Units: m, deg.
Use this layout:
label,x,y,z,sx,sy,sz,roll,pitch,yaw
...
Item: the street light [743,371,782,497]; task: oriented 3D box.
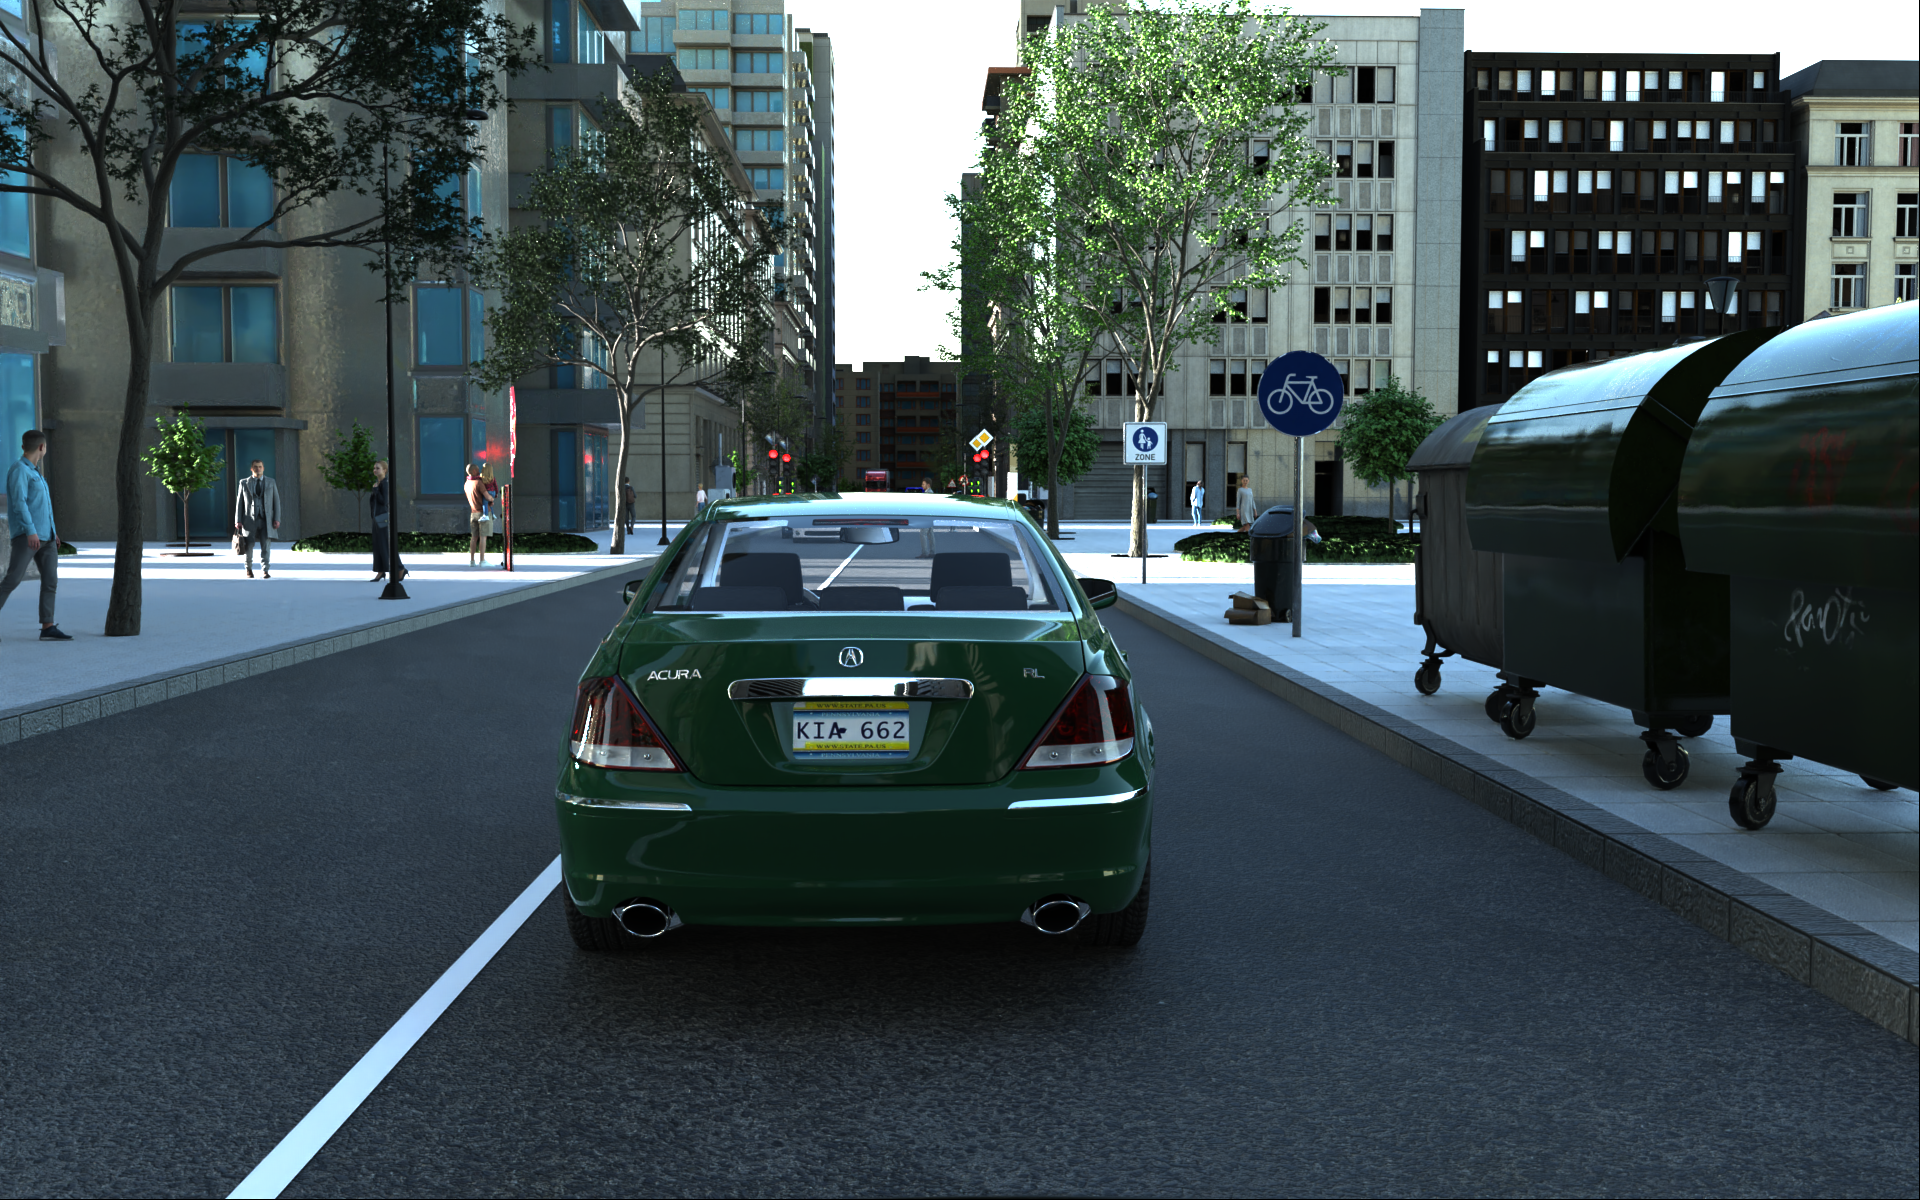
label,x,y,z,sx,sy,sz,roll,pitch,yaw
street light,-7.639,-5.690,65.572,1.470,5.913,1.316,0,4,-2

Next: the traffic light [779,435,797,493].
label,x,y,z,sx,sy,sz,roll,pitch,yaw
traffic light,-8.164,-5.692,81.987,0.839,4.253,0.868,0,4,-2

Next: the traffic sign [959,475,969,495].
label,x,y,z,sx,sy,sz,roll,pitch,yaw
traffic sign,0.297,-7.111,116.376,0.768,2.556,0.104,0,3,0

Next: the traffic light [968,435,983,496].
label,x,y,z,sx,sy,sz,roll,pitch,yaw
traffic light,0.793,-5.709,82.264,0.839,4.253,0.868,0,4,-2

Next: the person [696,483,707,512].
label,x,y,z,sx,sy,sz,roll,pitch,yaw
person,-10.817,-4.082,73.448,0.598,1.740,0.731,1,4,14

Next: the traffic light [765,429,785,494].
label,x,y,z,sx,sy,sz,roll,pitch,yaw
traffic light,-7.930,-5.204,74.006,0.839,4.253,0.868,0,4,-2

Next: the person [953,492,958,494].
label,x,y,z,sx,sy,sz,roll,pitch,yaw
person,-0.232,-3.324,65.440,0.503,1.515,0.523,0,4,2

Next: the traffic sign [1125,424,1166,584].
label,x,y,z,sx,sy,sz,roll,pitch,yaw
traffic sign,2.632,-1.380,24.685,0.606,2.300,0.079,0,4,1

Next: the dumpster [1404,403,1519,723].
label,x,y,z,sx,sy,sz,roll,pitch,yaw
dumpster,3.521,-0.280,10.331,1.264,1.857,1.865,0,4,-2

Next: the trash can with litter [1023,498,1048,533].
label,x,y,z,sx,sy,sz,roll,pitch,yaw
trash can with litter,2.028,-2.158,46.677,0.624,1.170,1.055,1,4,15

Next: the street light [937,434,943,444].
label,x,y,z,sx,sy,sz,roll,pitch,yaw
street light,-0.819,-9.892,134.271,1.470,5.913,1.316,0,4,-2

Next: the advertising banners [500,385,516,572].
label,x,y,z,sx,sy,sz,roll,pitch,yaw
advertising banners,-7.513,-1.994,28.796,0.090,3.025,2.074,-1,4,-20

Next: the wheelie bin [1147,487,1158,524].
label,x,y,z,sx,sy,sz,roll,pitch,yaw
wheelie bin,8.160,-4.114,75.175,0.980,1.594,0.693,3,4,37

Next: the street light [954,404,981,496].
label,x,y,z,sx,sy,sz,roll,pitch,yaw
street light,0.474,-7.143,89.323,1.470,5.913,1.316,0,4,-2

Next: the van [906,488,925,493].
label,x,y,z,sx,sy,sz,roll,pitch,yaw
van,-4.203,-9.713,163.188,2.240,2.365,5.245,0,3,0

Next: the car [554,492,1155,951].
label,x,y,z,sx,sy,sz,roll,pitch,yaw
car,-0.363,0.300,6.890,2.131,1.459,4.920,0,4,-2

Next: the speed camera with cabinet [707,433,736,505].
label,x,y,z,sx,sy,sz,roll,pitch,yaw
speed camera with cabinet,-7.681,-3.766,55.915,0.660,3.252,2.038,0,4,3

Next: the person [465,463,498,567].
label,x,y,z,sx,sy,sz,roll,pitch,yaw
person,-8.419,-1.497,30.490,0.580,1.828,0.573,-1,4,-13

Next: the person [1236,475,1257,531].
label,x,y,z,sx,sy,sz,roll,pitch,yaw
person,6.610,-2.057,40.431,0.760,1.731,0.466,1,4,23

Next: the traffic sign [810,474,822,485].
label,x,y,z,sx,sy,sz,roll,pitch,yaw
traffic sign,-9.314,-6.840,111.569,0.795,2.593,0.064,0,4,4

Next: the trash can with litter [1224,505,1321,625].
label,x,y,z,sx,sy,sz,roll,pitch,yaw
trash can with litter,3.099,-0.358,17.244,0.624,1.170,1.055,3,4,37

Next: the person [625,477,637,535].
label,x,y,z,sx,sy,sz,roll,pitch,yaw
person,-10.533,-2.990,54.901,0.622,1.834,0.822,0,4,1

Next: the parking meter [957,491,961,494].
label,x,y,z,sx,sy,sz,roll,pitch,yaw
parking meter,-0.073,-7.570,132.184,0.372,1.533,0.369,0,3,0

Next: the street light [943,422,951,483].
label,x,y,z,sx,sy,sz,roll,pitch,yaw
street light,-0.190,-8.526,111.933,1.470,5.913,1.316,0,4,-2

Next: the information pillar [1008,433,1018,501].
label,x,y,z,sx,sy,sz,roll,pitch,yaw
information pillar,2.029,-4.619,66.881,0.183,3.616,0.504,3,5,42

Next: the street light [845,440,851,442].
label,x,y,z,sx,sy,sz,roll,pitch,yaw
street light,-10.100,-10.841,149.787,1.470,5.913,1.316,0,4,-2

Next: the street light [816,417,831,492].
label,x,y,z,sx,sy,sz,roll,pitch,yaw
street light,-8.731,-8.083,104.699,1.470,5.913,1.316,0,4,-2

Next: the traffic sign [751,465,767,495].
label,x,y,z,sx,sy,sz,roll,pitch,yaw
traffic sign,-8.682,-4.559,74.647,0.768,2.556,0.104,0,4,1

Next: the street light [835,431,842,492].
label,x,y,z,sx,sy,sz,roll,pitch,yaw
street light,-9.376,-9.460,127.214,1.470,5.913,1.316,0,4,-2

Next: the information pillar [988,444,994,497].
label,x,y,z,sx,sy,sz,roll,pitch,yaw
information pillar,1.466,-5.537,81.885,0.183,3.616,0.504,-2,4,-25

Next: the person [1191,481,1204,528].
label,x,y,z,sx,sy,sz,roll,pitch,yaw
person,8.954,-3.604,65.231,0.793,1.790,0.793,2,4,24

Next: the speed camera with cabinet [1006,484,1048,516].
label,x,y,z,sx,sy,sz,roll,pitch,yaw
speed camera with cabinet,3.036,-4.909,74.599,2.038,3.252,0.660,-1,4,-10

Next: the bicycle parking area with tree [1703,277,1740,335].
label,x,y,z,sx,sy,sz,roll,pitch,yaw
bicycle parking area with tree,12.633,-2.190,22.807,8.231,4.147,9.016,1,4,15

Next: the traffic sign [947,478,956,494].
label,x,y,z,sx,sy,sz,roll,pitch,yaw
traffic sign,-0.634,-8.577,140.237,0.884,2.594,0.081,0,4,1

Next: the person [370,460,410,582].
label,x,y,z,sx,sy,sz,roll,pitch,yaw
person,-8.445,-1.161,25.452,0.576,1.772,0.534,3,5,40

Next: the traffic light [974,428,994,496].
label,x,y,z,sx,sy,sz,roll,pitch,yaw
traffic light,1.027,-5.221,74.282,0.839,4.253,0.868,0,4,-2

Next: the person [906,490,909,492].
label,x,y,z,sx,sy,sz,roll,pitch,yaw
person,-4.395,-8.391,146.089,0.834,1.777,0.661,2,4,25

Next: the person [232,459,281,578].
label,x,y,z,sx,sy,sz,roll,pitch,yaw
person,-10.709,-1.236,26.361,0.694,1.812,0.767,-2,4,-25

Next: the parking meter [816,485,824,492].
label,x,y,z,sx,sy,sz,roll,pitch,yaw
parking meter,-9.332,-6.774,116.462,0.255,1.863,0.399,2,4,25

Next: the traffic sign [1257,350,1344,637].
label,x,y,z,sx,sy,sz,roll,pitch,yaw
traffic sign,3.024,-0.940,15.476,0.768,2.556,0.104,0,4,2

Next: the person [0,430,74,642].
label,x,y,z,sx,sy,sz,roll,pitch,yaw
person,-8.145,-0.562,15.102,0.748,1.841,0.638,0,4,3

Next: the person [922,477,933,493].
label,x,y,z,sx,sy,sz,roll,pitch,yaw
person,-0.807,-1.835,38.710,0.583,1.804,0.606,0,4,-4

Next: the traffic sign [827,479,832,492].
label,x,y,z,sx,sy,sz,roll,pitch,yaw
traffic sign,-10.251,-8.199,134.159,0.768,2.556,0.104,0,4,4

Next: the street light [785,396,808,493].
label,x,y,z,sx,sy,sz,roll,pitch,yaw
street light,-8.028,-6.688,81.882,1.470,5.913,1.316,0,4,-2

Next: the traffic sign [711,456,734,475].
label,x,y,z,sx,sy,sz,roll,pitch,yaw
traffic sign,-7.943,-3.538,57.949,0.768,2.556,0.104,0,4,4
